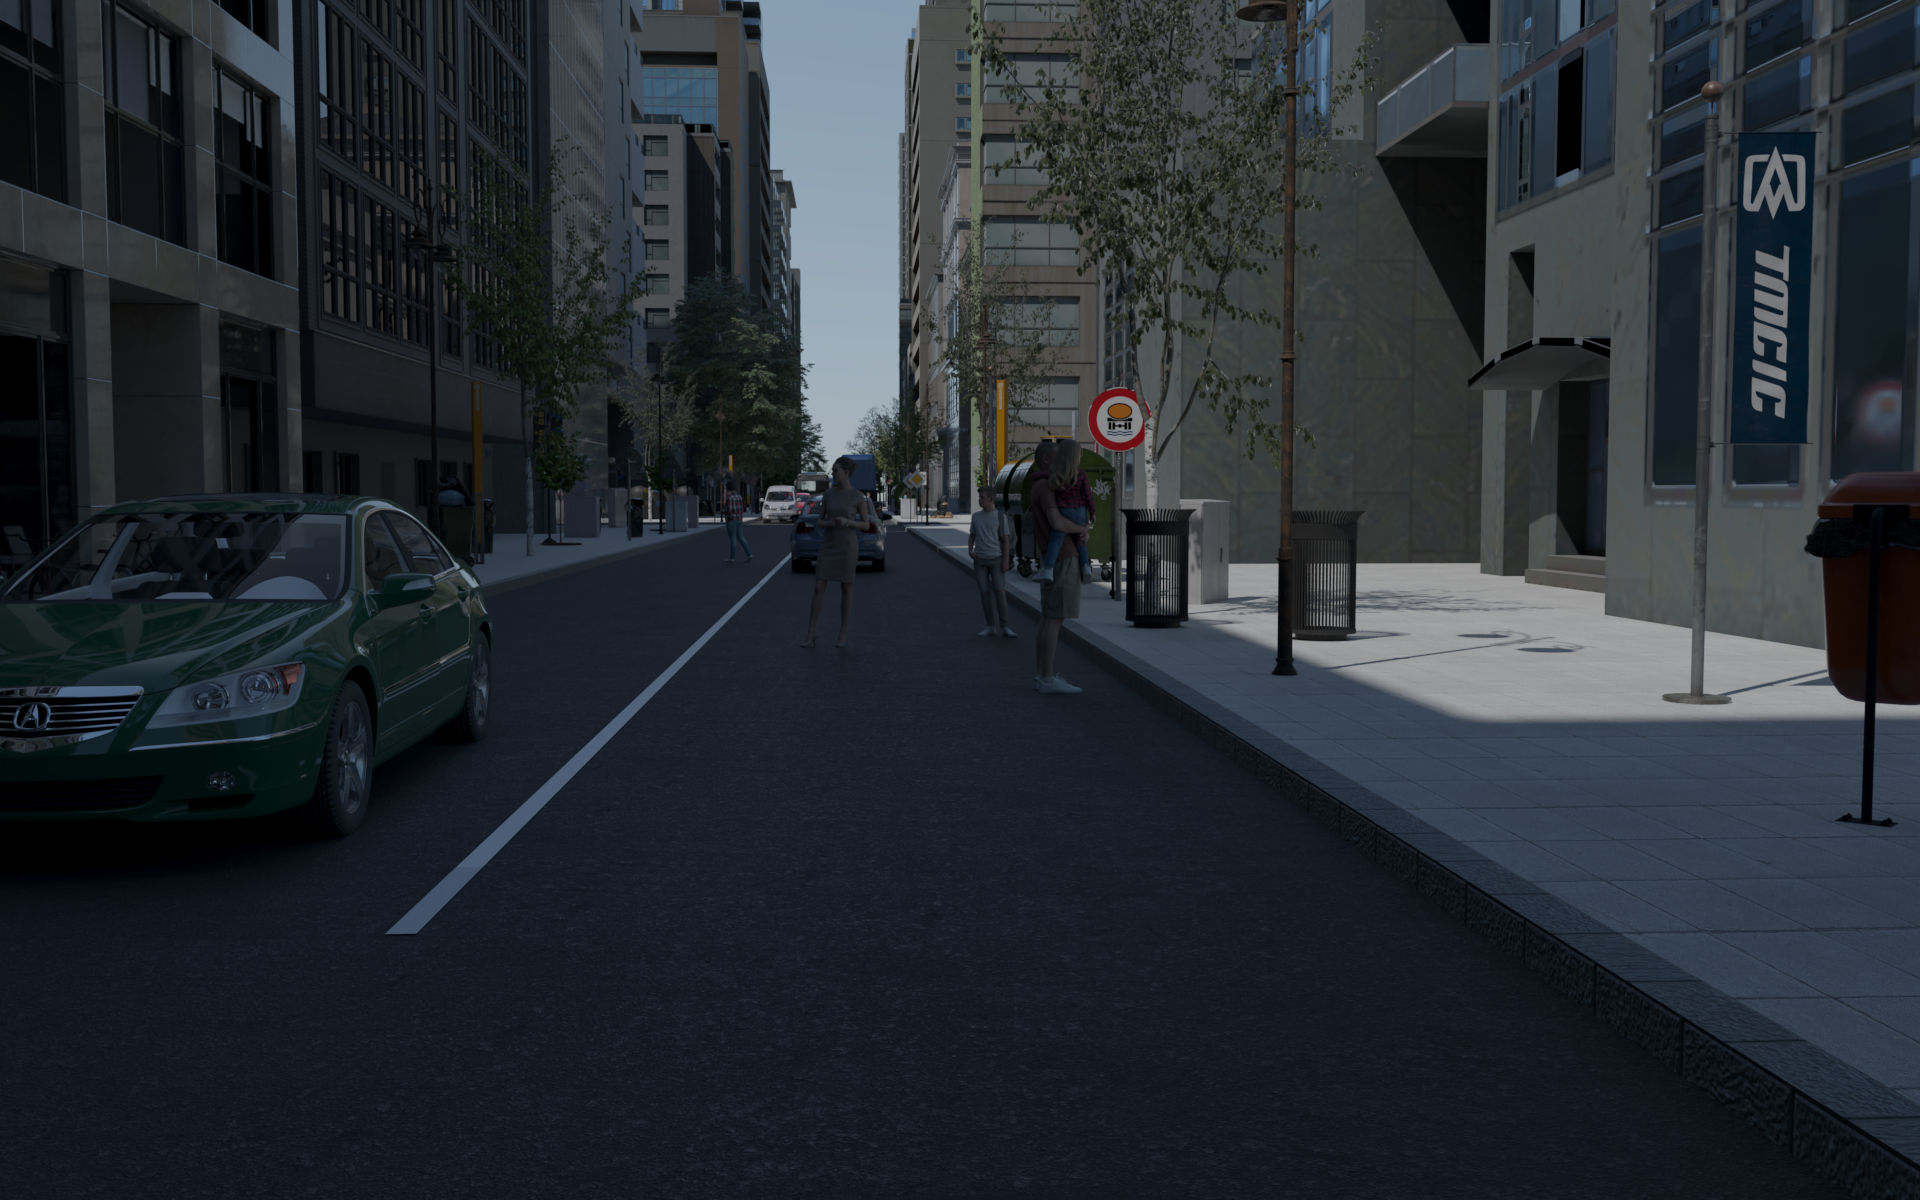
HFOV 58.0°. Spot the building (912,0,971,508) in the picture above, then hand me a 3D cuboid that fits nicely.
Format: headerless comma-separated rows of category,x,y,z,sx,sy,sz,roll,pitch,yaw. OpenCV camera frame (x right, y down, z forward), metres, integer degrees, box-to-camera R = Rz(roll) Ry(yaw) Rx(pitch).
building,6.348,-33.256,167.438,21.300,48.544,21.600,0,4,-4

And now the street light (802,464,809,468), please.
street light,-19.344,-14.800,214.769,0.468,5.910,1.993,0,4,-4

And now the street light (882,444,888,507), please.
street light,-6.405,-11.062,153.653,0.468,5.910,1.993,0,4,-4

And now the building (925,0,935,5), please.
building,4.664,-45.841,187.749,20.563,71.187,20.611,0,4,-4

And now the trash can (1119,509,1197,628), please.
trash can,1.906,-0.310,16.728,0.748,1.137,0.748,0,3,0

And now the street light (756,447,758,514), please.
street light,-12.867,-8.377,109.751,0.468,5.910,1.993,0,4,-4

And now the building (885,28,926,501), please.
building,-1.557,-60.228,297.406,22.319,86.520,31.000,0,4,-4

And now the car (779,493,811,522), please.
car,-8.466,-4.972,90.325,2.155,1.783,4.494,0,4,-2

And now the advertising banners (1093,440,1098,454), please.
advertising banners,4.005,-3.504,53.477,0.090,3.025,2.074,-1,4,-8

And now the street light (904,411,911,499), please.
street light,-2.855,-7.483,95.126,0.468,5.910,1.993,0,4,-4

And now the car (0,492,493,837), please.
car,-3.575,0.191,8.676,2.131,1.459,4.920,0,4,-5

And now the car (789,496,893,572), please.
car,-2.301,-1.304,33.318,2.014,1.417,4.499,0,4,-2

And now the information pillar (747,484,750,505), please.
information pillar,-17.507,-9.358,144.365,0.504,3.616,0.183,2,4,29

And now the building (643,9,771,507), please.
building,-30.659,-33.927,178.404,21.300,48.544,21.600,0,4,-4

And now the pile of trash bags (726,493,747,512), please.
pile of trash bags,-15.953,-6.784,120.668,1.912,1.369,3.447,0,4,4

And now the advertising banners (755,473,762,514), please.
advertising banners,-13.057,-7.112,112.466,0.090,3.025,2.074,0,4,7

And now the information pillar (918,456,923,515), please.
information pillar,-2.385,-7.064,106.859,0.183,3.616,0.504,-2,4,-27

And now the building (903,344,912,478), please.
building,7.187,-22.577,214.175,27.650,21.520,28.899,0,4,-4

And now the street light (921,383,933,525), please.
street light,-1.348,-6.012,71.078,0.468,5.910,1.993,0,4,-4

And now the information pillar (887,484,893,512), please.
information pillar,-5.132,-7.513,127.322,0.304,2.012,0.304,-3,5,-41

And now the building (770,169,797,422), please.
building,-41.294,-42.424,282.871,28.713,52.752,27.495,0,4,-4

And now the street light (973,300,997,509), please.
street light,0.587,-4.195,41.371,0.468,5.910,1.993,0,4,-4

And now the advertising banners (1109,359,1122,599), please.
advertising banners,1.991,-1.576,21.956,0.090,3.025,2.074,0,4,8

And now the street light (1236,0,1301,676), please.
street light,2.307,-2.406,12.128,0.468,5.910,1.993,0,4,-4

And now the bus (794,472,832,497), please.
bus,-12.005,-8.985,141.764,2.948,3.499,13.247,0,4,-5

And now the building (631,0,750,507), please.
building,-26.831,-31.216,160.493,14.600,45.320,14.200,0,4,-4

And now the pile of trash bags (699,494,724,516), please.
pile of trash bags,-15.848,-5.566,100.753,3.447,1.369,1.912,2,4,29

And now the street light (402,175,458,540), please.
street light,-7.775,-3.228,25.559,0.468,5.910,1.993,0,4,-4

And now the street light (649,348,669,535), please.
street light,-9.491,-5.016,54.802,0.468,5.910,1.993,0,4,-4

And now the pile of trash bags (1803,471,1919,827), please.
pile of trash bags,4.735,0.233,5.948,3.447,1.369,1.912,3,5,42

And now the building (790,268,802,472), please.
building,-35.168,-37.985,304.651,14.154,41.232,14.086,0,4,-4

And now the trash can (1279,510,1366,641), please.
trash can,3.189,-0.222,15.279,0.748,1.137,0.748,0,3,0

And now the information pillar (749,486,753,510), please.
information pillar,-17.010,-8.372,141.370,0.304,2.012,0.304,0,4,0

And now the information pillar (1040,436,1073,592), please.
information pillar,1.225,-1.072,22.019,0.304,2.012,0.304,-2,4,-33

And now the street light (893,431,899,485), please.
street light,-4.606,-9.274,124.415,0.468,5.910,1.993,0,4,-4

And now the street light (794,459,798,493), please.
street light,-17.514,-12.982,185.046,0.468,5.910,1.993,0,4,-4

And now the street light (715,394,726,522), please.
street light,-11.012,-6.552,79.918,0.468,5.910,1.993,0,4,-4

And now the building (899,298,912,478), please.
building,-2.010,-29.573,255.220,14.160,30.474,14.107,0,4,-4

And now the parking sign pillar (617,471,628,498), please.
parking sign pillar,-23.514,-8.000,119.270,1.447,3.967,1.447,0,4,6

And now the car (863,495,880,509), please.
car,-3.750,-2.830,58.061,2.131,1.459,4.920,0,4,-3

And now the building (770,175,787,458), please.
building,-36.902,-38.810,254.152,23.786,49.044,30.456,0,4,-4

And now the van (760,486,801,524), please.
van,-8.835,-4.800,85.490,2.013,2.044,4.112,0,4,-3
